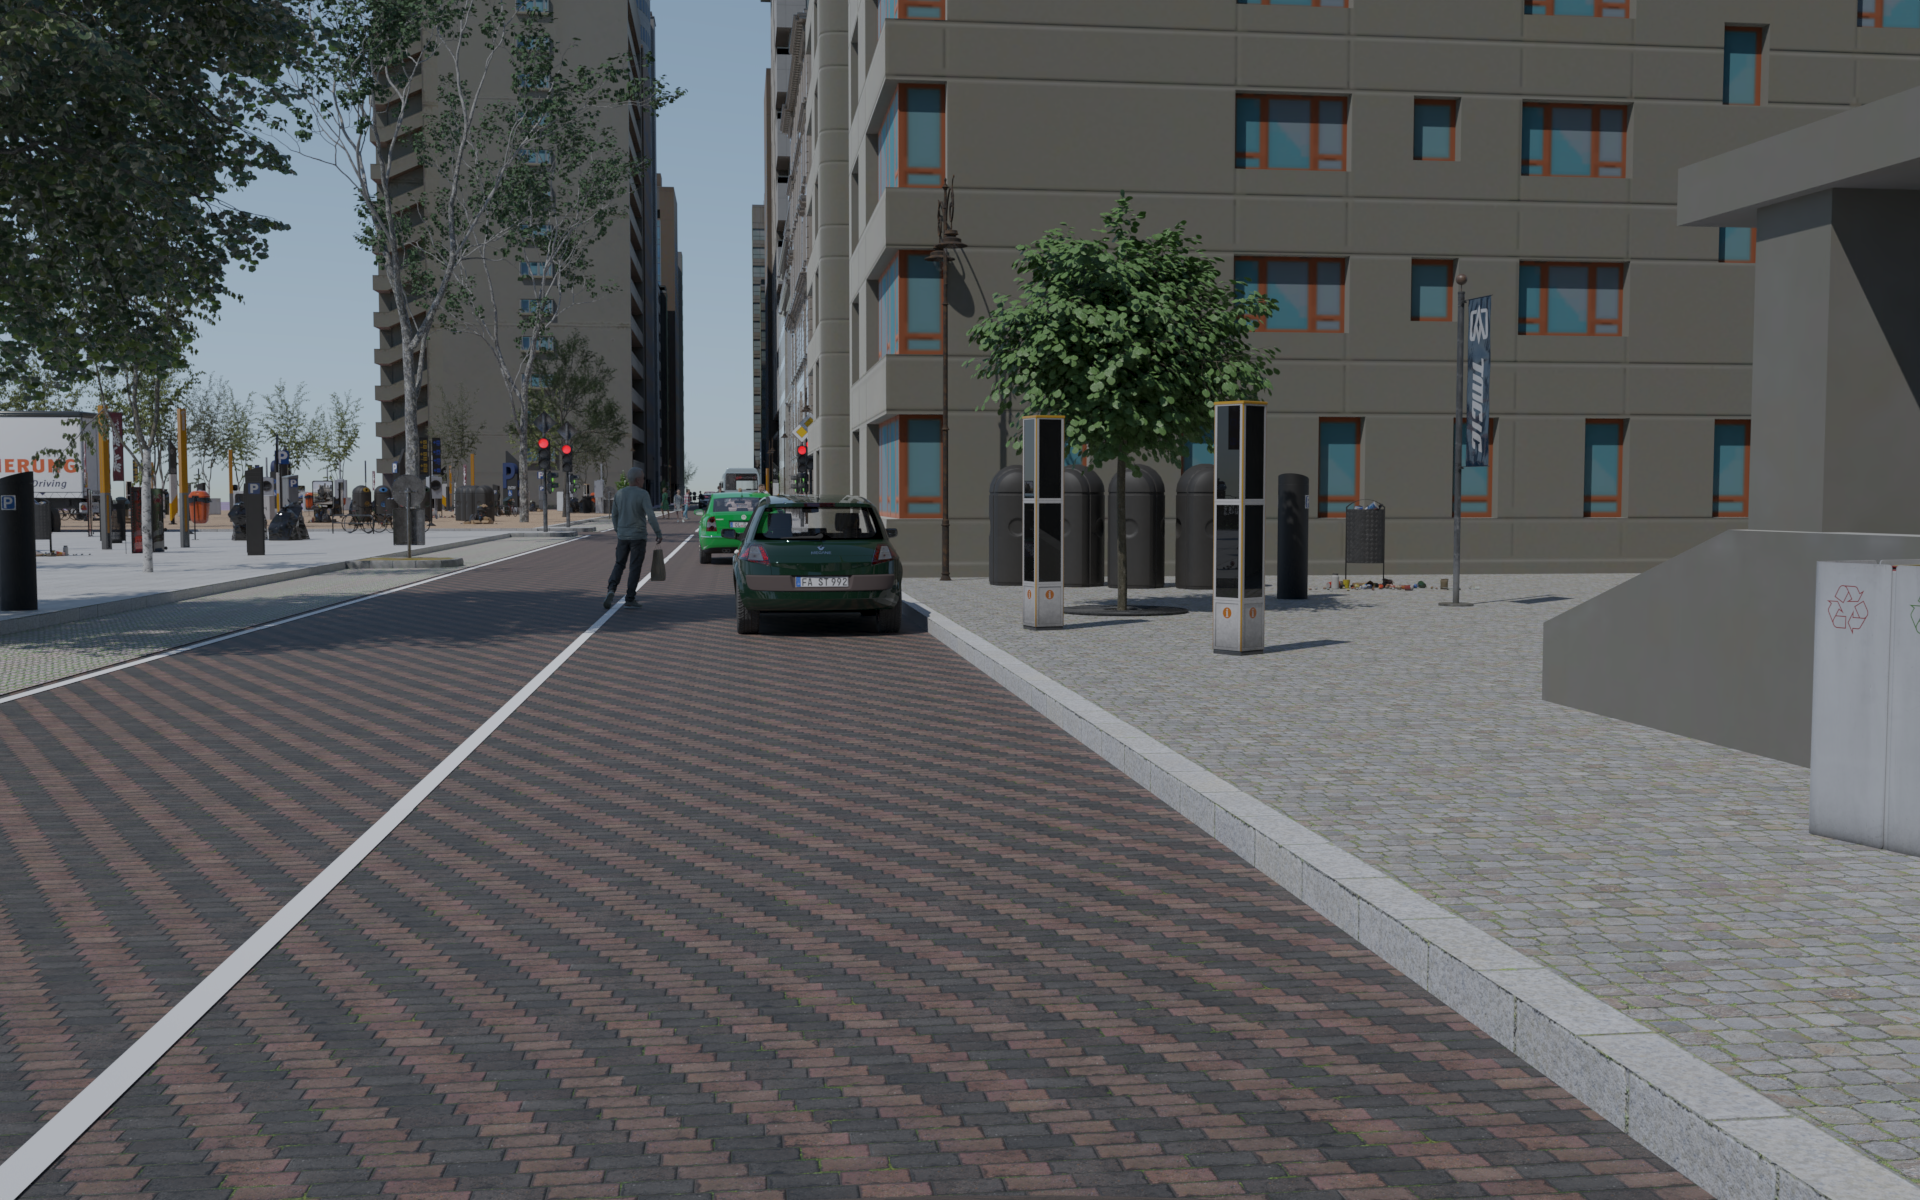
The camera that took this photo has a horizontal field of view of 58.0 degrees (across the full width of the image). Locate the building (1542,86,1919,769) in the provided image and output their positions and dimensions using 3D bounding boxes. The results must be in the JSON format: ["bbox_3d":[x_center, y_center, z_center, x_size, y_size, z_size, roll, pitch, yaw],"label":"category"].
[{"bbox_3d":[20.486,-19.136,4.748,32.217,40.220,23.993,0,4,-7],"label":"building"}]

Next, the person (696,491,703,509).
[{"bbox_3d":[-25.809,-9.930,171.382,0.750,1.759,0.617,-2,4,-34],"label":"person"}]

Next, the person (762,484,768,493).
[{"bbox_3d":[-8.197,-3.883,72.085,0.679,1.850,0.850,3,4,37],"label":"person"}]

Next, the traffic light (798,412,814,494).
[{"bbox_3d":[-5.149,-4.321,59.572,0.839,4.253,0.868,0,4,-7],"label":"traffic light"}]

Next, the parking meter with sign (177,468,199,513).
[{"bbox_3d":[-52.409,-7.395,117.176,1.738,3.016,0.543,-2,4,-30],"label":"parking meter with sign"}]

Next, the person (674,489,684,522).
[{"bbox_3d":[-14.372,-4.833,88.528,0.512,1.701,0.522,-1,4,-20],"label":"person"}]

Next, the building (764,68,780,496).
[{"bbox_3d":[-13.221,-32.424,180.246,14.600,45.320,14.200,0,4,-7],"label":"building"}]

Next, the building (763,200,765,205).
[{"bbox_3d":[-20.614,-39.838,270.966,23.786,49.044,30.456,0,4,-7],"label":"building"}]

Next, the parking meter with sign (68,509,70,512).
[{"bbox_3d":[-58.706,-7.292,115.493,0.543,3.016,1.738,1,4,15],"label":"parking meter with sign"}]

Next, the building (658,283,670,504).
[{"bbox_3d":[-46.077,-28.024,229.890,14.160,30.474,14.107,0,4,-7],"label":"building"}]

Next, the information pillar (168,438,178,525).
[{"bbox_3d":[-33.081,-4.981,72.792,0.183,3.616,0.504,1,4,9],"label":"information pillar"}]

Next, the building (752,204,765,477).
[{"bbox_3d":[-22.514,-34.464,247.082,14.154,41.232,14.086,0,4,-7],"label":"building"}]

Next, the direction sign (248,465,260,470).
[{"bbox_3d":[-54.634,-8.687,134.036,0.876,3.537,0.379,-1,4,-8],"label":"direction sign"}]

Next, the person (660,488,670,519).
[{"bbox_3d":[-16.805,-5.502,98.710,0.529,1.795,0.600,1,4,9],"label":"person"}]

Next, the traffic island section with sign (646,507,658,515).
[{"bbox_3d":[-21.467,-6.562,115.913,1.989,1.847,2.006,0,4,-7],"label":"traffic island section with sign"}]

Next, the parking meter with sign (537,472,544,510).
[{"bbox_3d":[-32.354,-8.415,133.851,0.543,3.016,1.738,-1,4,-14],"label":"parking meter with sign"}]

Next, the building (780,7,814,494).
[{"bbox_3d":[-2.734,-17.893,89.821,12.463,27.353,25.104,0,4,-7],"label":"building"}]

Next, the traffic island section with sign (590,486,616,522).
[{"bbox_3d":[-17.997,-4.927,89.181,1.989,1.847,2.006,0,4,-7],"label":"traffic island section with sign"}]

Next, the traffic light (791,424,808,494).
[{"bbox_3d":[-6.175,-4.806,67.491,0.839,4.253,0.868,0,4,-7],"label":"traffic light"}]

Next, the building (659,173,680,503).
[{"bbox_3d":[-46.943,-36.363,244.649,14.600,45.320,14.200,0,4,-7],"label":"building"}]

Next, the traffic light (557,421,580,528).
[{"bbox_3d":[-15.010,-4.735,66.335,0.839,4.253,0.868,0,4,-7],"label":"traffic light"}]

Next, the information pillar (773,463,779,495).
[{"bbox_3d":[-13.713,-8.418,128.993,0.504,3.616,0.183,2,4,26],"label":"information pillar"}]

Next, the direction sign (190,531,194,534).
[{"bbox_3d":[-24.726,-3.874,55.341,0.379,3.537,0.876,-2,4,-28],"label":"direction sign"}]

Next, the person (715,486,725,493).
[{"bbox_3d":[-11.712,-4.706,85.244,0.655,1.846,0.447,-3,4,-39],"label":"person"}]

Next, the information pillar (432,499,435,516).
[{"bbox_3d":[-30.616,-5.869,100.448,0.304,2.012,0.304,-2,4,-25],"label":"information pillar"}]

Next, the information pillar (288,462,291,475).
[{"bbox_3d":[-48.938,-8.246,126.180,0.183,3.616,0.504,3,5,41],"label":"information pillar"}]

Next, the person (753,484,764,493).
[{"bbox_3d":[-8.029,-3.709,69.113,0.622,1.834,0.822,-3,5,-44],"label":"person"}]

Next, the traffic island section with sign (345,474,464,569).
[{"bbox_3d":[-10.866,-1.555,34.048,1.989,1.847,2.006,0,4,-7],"label":"traffic island section with sign"}]

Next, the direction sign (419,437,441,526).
[{"bbox_3d":[-21.196,-4.730,69.339,0.876,3.537,0.379,-3,4,-37],"label":"direction sign"}]

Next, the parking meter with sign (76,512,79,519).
[{"bbox_3d":[-45.324,-5.688,89.256,0.543,3.016,1.738,-2,4,-24],"label":"parking meter with sign"}]

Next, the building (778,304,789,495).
[{"bbox_3d":[-8.635,-17.116,134.602,10.420,20.320,16.860,0,4,-7],"label":"building"}]

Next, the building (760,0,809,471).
[{"bbox_3d":[-3.659,-34.924,160.240,28.713,52.752,27.495,0,4,-7],"label":"building"}]

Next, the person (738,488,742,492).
[{"bbox_3d":[-12.743,-5.607,100.533,0.624,1.780,0.694,2,4,32],"label":"person"}]

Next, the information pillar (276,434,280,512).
[{"bbox_3d":[-26.446,-4.636,67.153,0.183,3.616,0.504,-1,4,-18],"label":"information pillar"}]

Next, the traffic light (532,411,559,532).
[{"bbox_3d":[-13.985,-4.250,58.416,0.839,4.253,0.868,0,4,-7],"label":"traffic light"}]

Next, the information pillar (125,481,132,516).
[{"bbox_3d":[-47.749,-5.813,99.538,0.304,2.012,0.304,-2,4,-34],"label":"information pillar"}]

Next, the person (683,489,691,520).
[{"bbox_3d":[-15.402,-5.392,97.493,0.643,1.720,0.563,-2,4,-24],"label":"person"}]

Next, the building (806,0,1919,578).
[{"bbox_3d":[10.739,-12.039,41.875,27.650,21.520,28.899,0,4,-7],"label":"building"}]

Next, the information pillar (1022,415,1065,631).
[{"bbox_3d":[0.787,-0.726,16.357,0.304,2.012,0.304,-1,4,-23],"label":"information pillar"}]

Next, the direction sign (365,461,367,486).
[{"bbox_3d":[-40.220,-7.660,117.239,0.379,3.537,0.876,-2,4,-24],"label":"direction sign"}]

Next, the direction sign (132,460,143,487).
[{"bbox_3d":[-53.835,-7.443,113.688,0.876,3.537,0.379,0,4,1],"label":"direction sign"}]

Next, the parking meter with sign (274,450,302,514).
[{"bbox_3d":[-26.549,-4.426,68.622,0.543,3.016,1.738,-3,5,-41],"label":"parking meter with sign"}]

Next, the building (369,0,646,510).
[{"bbox_3d":[-38.898,-32.214,150.408,21.300,48.544,21.600,0,4,-7],"label":"building"}]

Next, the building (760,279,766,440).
[{"bbox_3d":[-19.861,-28.249,233.565,14.160,30.474,14.107,0,4,-7],"label":"building"}]

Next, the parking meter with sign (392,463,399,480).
[{"bbox_3d":[-31.235,-6.239,98.273,1.738,3.016,0.543,-3,5,-45],"label":"parking meter with sign"}]

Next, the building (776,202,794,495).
[{"bbox_3d":[-5.137,-16.674,114.415,13.314,21.916,24.055,0,4,-7],"label":"building"}]

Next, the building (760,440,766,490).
[{"bbox_3d":[-12.118,-54.386,201.876,22.319,86.520,31.000,0,4,-7],"label":"building"}]

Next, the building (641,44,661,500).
[{"bbox_3d":[-37.437,-31.763,169.431,14.600,45.320,14.200,0,4,-7],"label":"building"}]

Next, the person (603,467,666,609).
[{"bbox_3d":[-4.039,-0.774,21.633,0.782,1.767,0.515,1,4,22],"label":"person"}]

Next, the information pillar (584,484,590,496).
[{"bbox_3d":[-27.636,-7.571,128.277,0.304,2.012,0.304,3,5,40],"label":"information pillar"}]

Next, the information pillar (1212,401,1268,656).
[{"bbox_3d":[2.236,-0.572,13.849,0.304,2.012,0.304,-3,5,-41],"label":"information pillar"}]

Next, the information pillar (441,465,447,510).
[{"bbox_3d":[-41.280,-9.005,138.591,0.504,3.616,0.183,-1,4,-20],"label":"information pillar"}]

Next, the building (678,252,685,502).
[{"bbox_3d":[-52.463,-36.673,283.196,14.154,41.232,14.086,0,4,-7],"label":"building"}]

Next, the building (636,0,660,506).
[{"bbox_3d":[-44.344,-39.601,189.480,21.231,58.520,28.212,0,4,-7],"label":"building"}]
